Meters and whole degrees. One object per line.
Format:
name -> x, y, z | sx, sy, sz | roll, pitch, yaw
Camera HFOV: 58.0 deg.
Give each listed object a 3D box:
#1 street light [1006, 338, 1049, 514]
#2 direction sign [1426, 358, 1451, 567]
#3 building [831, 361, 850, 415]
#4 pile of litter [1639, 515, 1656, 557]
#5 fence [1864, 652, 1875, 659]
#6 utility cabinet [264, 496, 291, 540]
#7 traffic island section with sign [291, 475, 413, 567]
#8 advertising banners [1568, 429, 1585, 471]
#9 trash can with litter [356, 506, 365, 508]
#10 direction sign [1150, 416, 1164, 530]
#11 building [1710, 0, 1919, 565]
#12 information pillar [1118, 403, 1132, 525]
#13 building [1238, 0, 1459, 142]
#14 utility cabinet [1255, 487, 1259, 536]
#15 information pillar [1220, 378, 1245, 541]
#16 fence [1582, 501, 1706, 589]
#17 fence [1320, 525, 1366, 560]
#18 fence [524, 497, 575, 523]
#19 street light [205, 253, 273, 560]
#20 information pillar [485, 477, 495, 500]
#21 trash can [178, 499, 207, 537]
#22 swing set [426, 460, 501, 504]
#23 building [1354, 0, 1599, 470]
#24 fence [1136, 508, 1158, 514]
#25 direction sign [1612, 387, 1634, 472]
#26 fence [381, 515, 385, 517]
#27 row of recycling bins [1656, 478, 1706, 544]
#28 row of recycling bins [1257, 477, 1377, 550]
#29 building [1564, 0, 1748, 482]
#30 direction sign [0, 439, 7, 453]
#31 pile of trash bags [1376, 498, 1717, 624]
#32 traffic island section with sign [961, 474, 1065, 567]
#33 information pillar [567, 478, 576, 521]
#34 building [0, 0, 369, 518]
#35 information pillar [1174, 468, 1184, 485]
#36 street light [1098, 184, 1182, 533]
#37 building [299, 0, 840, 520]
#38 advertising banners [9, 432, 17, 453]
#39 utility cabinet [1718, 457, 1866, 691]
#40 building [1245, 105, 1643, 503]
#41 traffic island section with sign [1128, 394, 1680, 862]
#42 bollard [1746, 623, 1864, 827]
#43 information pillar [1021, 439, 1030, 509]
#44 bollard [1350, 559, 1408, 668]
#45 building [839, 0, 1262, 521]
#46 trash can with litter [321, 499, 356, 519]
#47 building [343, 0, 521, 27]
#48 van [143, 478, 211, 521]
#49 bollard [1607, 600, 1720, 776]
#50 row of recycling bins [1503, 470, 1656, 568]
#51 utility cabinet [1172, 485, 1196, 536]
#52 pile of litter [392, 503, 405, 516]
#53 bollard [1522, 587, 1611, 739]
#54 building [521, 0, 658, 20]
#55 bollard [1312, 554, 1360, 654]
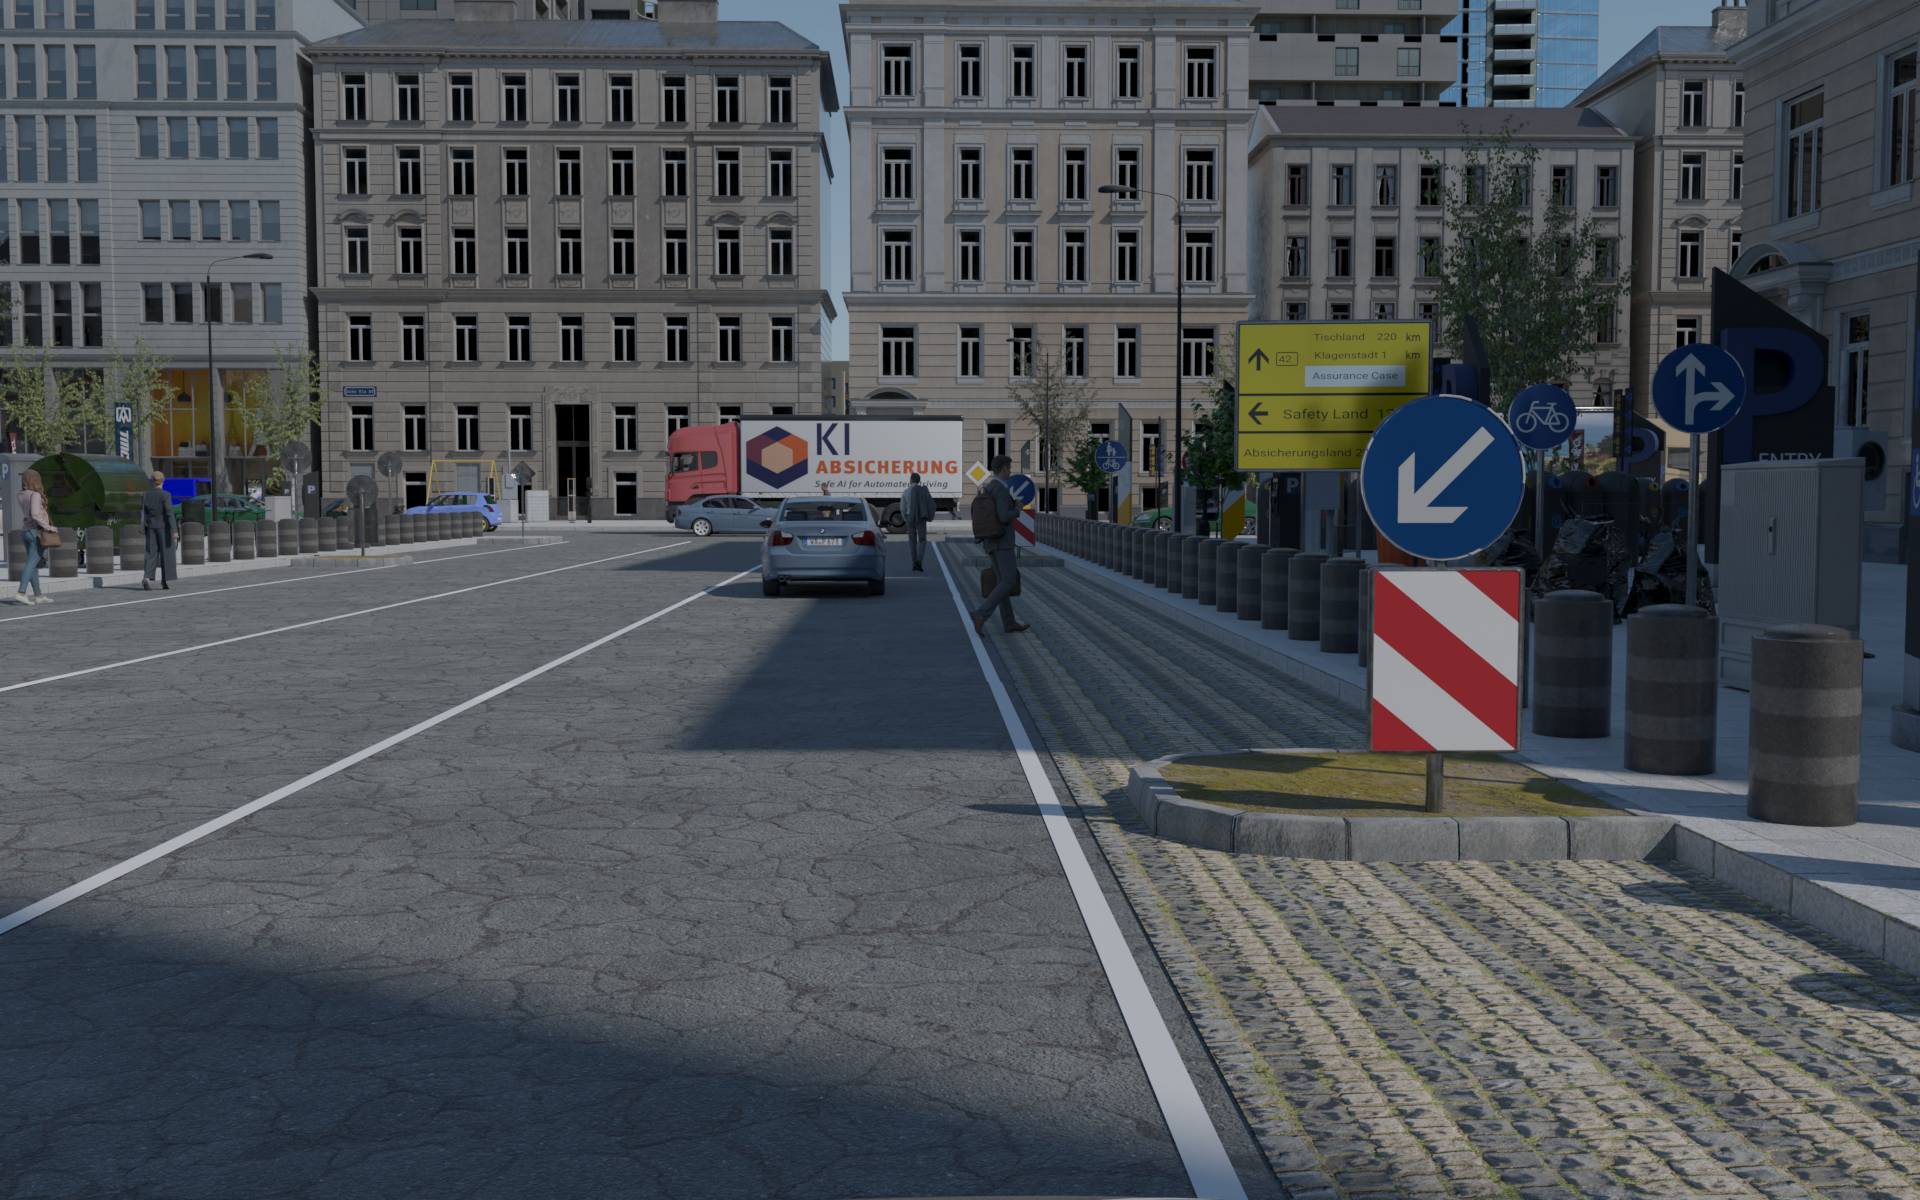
street light -> 2.064, -4.838, 51.643 | 1.470, 5.913, 1.316 | 0, 4, -2
direction sign -> 7.728, -2.249, 28.775 | 0.876, 3.537, 0.379 | -1, 4, -16
building -> -11.120, -25.179, 256.717 | 28.899, 21.520, 27.650 | 0, 4, -2
pile of litter -> 13.943, -1.335, 35.794 | 1.719, 0.858, 1.176 | 1, 4, 16
fence -> 6.313, -0.100, 12.840 | 0.480, 1.192, 2.264 | 3, 4, 38
utility cabinet -> -19.119, -2.287, 48.562 | 0.306, 1.237, 1.020 | 0, 4, 4
traffic island section with sign -> -12.191, -1.611, 34.968 | 1.989, 1.847, 2.006 | 0, 4, -2
advertising banners -> 17.066, -3.055, 46.133 | 0.090, 3.025, 2.074 | -3, 4, -38
trash can with litter -> -25.441, -3.804, 73.586 | 0.624, 1.170, 1.055 | -2, 4, -26
direction sign -> 5.842, -3.593, 50.748 | 0.379, 3.537, 0.876 | 1, 4, 9
building -> 23.375, -14.792, 27.756 | 13.634, 28.700, 20.117 | 0, 4, -2
information pillar -> 4.214, -3.239, 44.310 | 0.183, 3.616, 0.504 | -2, 4, -34
building -> 27.563, -34.569, 154.436 | 28.713, 52.752, 27.495 | 0, 4, -2
utility cabinet -> 9.390, -2.615, 51.431 | 1.173, 1.500, 0.318 | 2, 4, 28
information pillar -> 5.550, -2.682, 35.212 | 0.504, 3.616, 0.183 | -1, 4, -12
fence -> 8.939, -0.663, 22.051 | 2.264, 1.192, 0.480 | 0, 4, -4
fence -> 7.195, -1.070, 32.863 | 0.278, 0.683, 2.069 | 2, 4, 34
fence -> -18.302, -4.027, 77.042 | 2.264, 1.192, 0.480 | 0, 4, 1
street light -> -13.914, -3.726, 33.463 | 1.470, 5.913, 1.316 | 0, 4, -2
information pillar -> -20.275, -4.298, 74.770 | 0.304, 2.012, 0.304 | -3, 4, -38
trash can -> -21.712, -2.288, 49.057 | 0.748, 1.137, 0.748 | 0, 3, 0
swing set -> -23.172, -5.068, 80.481 | 3.119, 2.851, 2.862 | 0, 4, 2
building -> 53.669, -53.370, 185.277 | 31.000, 86.520, 22.319 | 0, 4, -2
fence -> 7.784, -3.626, 74.660 | 2.069, 0.683, 0.278 | 0, 4, 0
direction sign -> 14.219, -2.765, 37.201 | 0.379, 3.537, 0.876 | 0, 4, -4
fence -> -16.260, -2.138, 50.325 | 2.069, 0.683, 0.278 | -3, 4, -37
row of recycling bins -> 18.829, -2.283, 44.446 | 3.534, 1.692, 1.069 | 0, 4, 2
row of recycling bins -> 8.501, -2.075, 41.038 | 1.069, 1.692, 3.534 | -3, 5, -39
building -> 45.711, -17.931, 90.432 | 25.104, 27.353, 12.463 | 0, 4, -2
direction sign -> -39.321, -4.840, 71.139 | 0.876, 3.537, 0.379 | 2, 4, 35
pile of trash bags -> 5.771, -0.478, 17.574 | 3.447, 1.369, 1.912 | -1, 4, -15
traffic island section with sign -> 1.032, -1.599, 34.775 | 1.989, 1.847, 2.006 | 0, 4, -2
information pillar -> -18.249, -4.704, 81.400 | 0.304, 2.012, 0.304 | 0, 4, 1
building -> -46.385, -18.954, 87.386 | 29.804, 29.767, 11.434 | 0, 4, -2
information pillar -> 6.217, -2.708, 48.768 | 0.304, 2.012, 0.304 | -2, 4, -32
street light -> 2.766, -3.280, 26.161 | 1.470, 5.913, 1.316 | 0, 4, -2
building -> -18.963, -17.844, 89.012 | 25.104, 27.353, 12.463 | 0, 4, -2
advertising banners -> -26.980, -3.289, 49.961 | 0.090, 3.025, 2.074 | -1, 4, -9
utility cabinet -> 5.211, -0.139, 10.949 | 0.318, 1.500, 1.173 | 0, 4, -3
building -> 23.730, -14.654, 88.743 | 18.267, 20.994, 9.793 | 0, 4, -2
traffic island section with sign -> 1.792, 0.059, 7.657 | 1.989, 1.847, 2.006 | 0, 4, -2
bollard -> 3.336, 0.482, 6.841 | 0.404, 0.777, 0.398 | 0, 3, 0
information pillar -> 2.800, -5.040, 73.755 | 0.504, 3.616, 0.183 | -3, 5, -42
bollard -> 3.172, 0.112, 12.886 | 0.404, 0.777, 0.398 | 0, 3, 0
building -> 4.127, -18.563, 89.416 | 20.117, 28.700, 13.634 | 0, 4, -2
trash can with litter -> -15.680, -1.925, 42.865 | 0.624, 1.170, 1.055 | 3, 5, 44
building -> -42.145, -43.396, 147.784 | 20.563, 71.187, 20.611 | 0, 4, -2
van -> -31.542, -3.803, 66.556 | 5.245, 2.365, 2.240 | 0, 4, -1
bollard -> 3.306, 0.408, 8.053 | 0.404, 0.777, 0.398 | 0, 3, 0
row of recycling bins -> 10.297, -1.390, 29.839 | 3.534, 1.692, 1.069 | -2, 4, -30
utility cabinet -> 5.522, -2.072, 42.554 | 0.318, 1.500, 1.173 | 1, 4, 22
pile of litter -> -26.737, -4.162, 82.018 | 1.176, 0.858, 1.719 | -3, 5, -44
bollard -> 3.272, 0.334, 9.254 | 0.404, 0.777, 0.398 | 0, 3, 0
building -> -49.956, -49.671, 250.372 | 20.611, 71.187, 20.563 | 0, 4, -2
bollard -> 3.135, 0.039, 14.087 | 0.404, 0.777, 0.398 | 0, 3, 0
